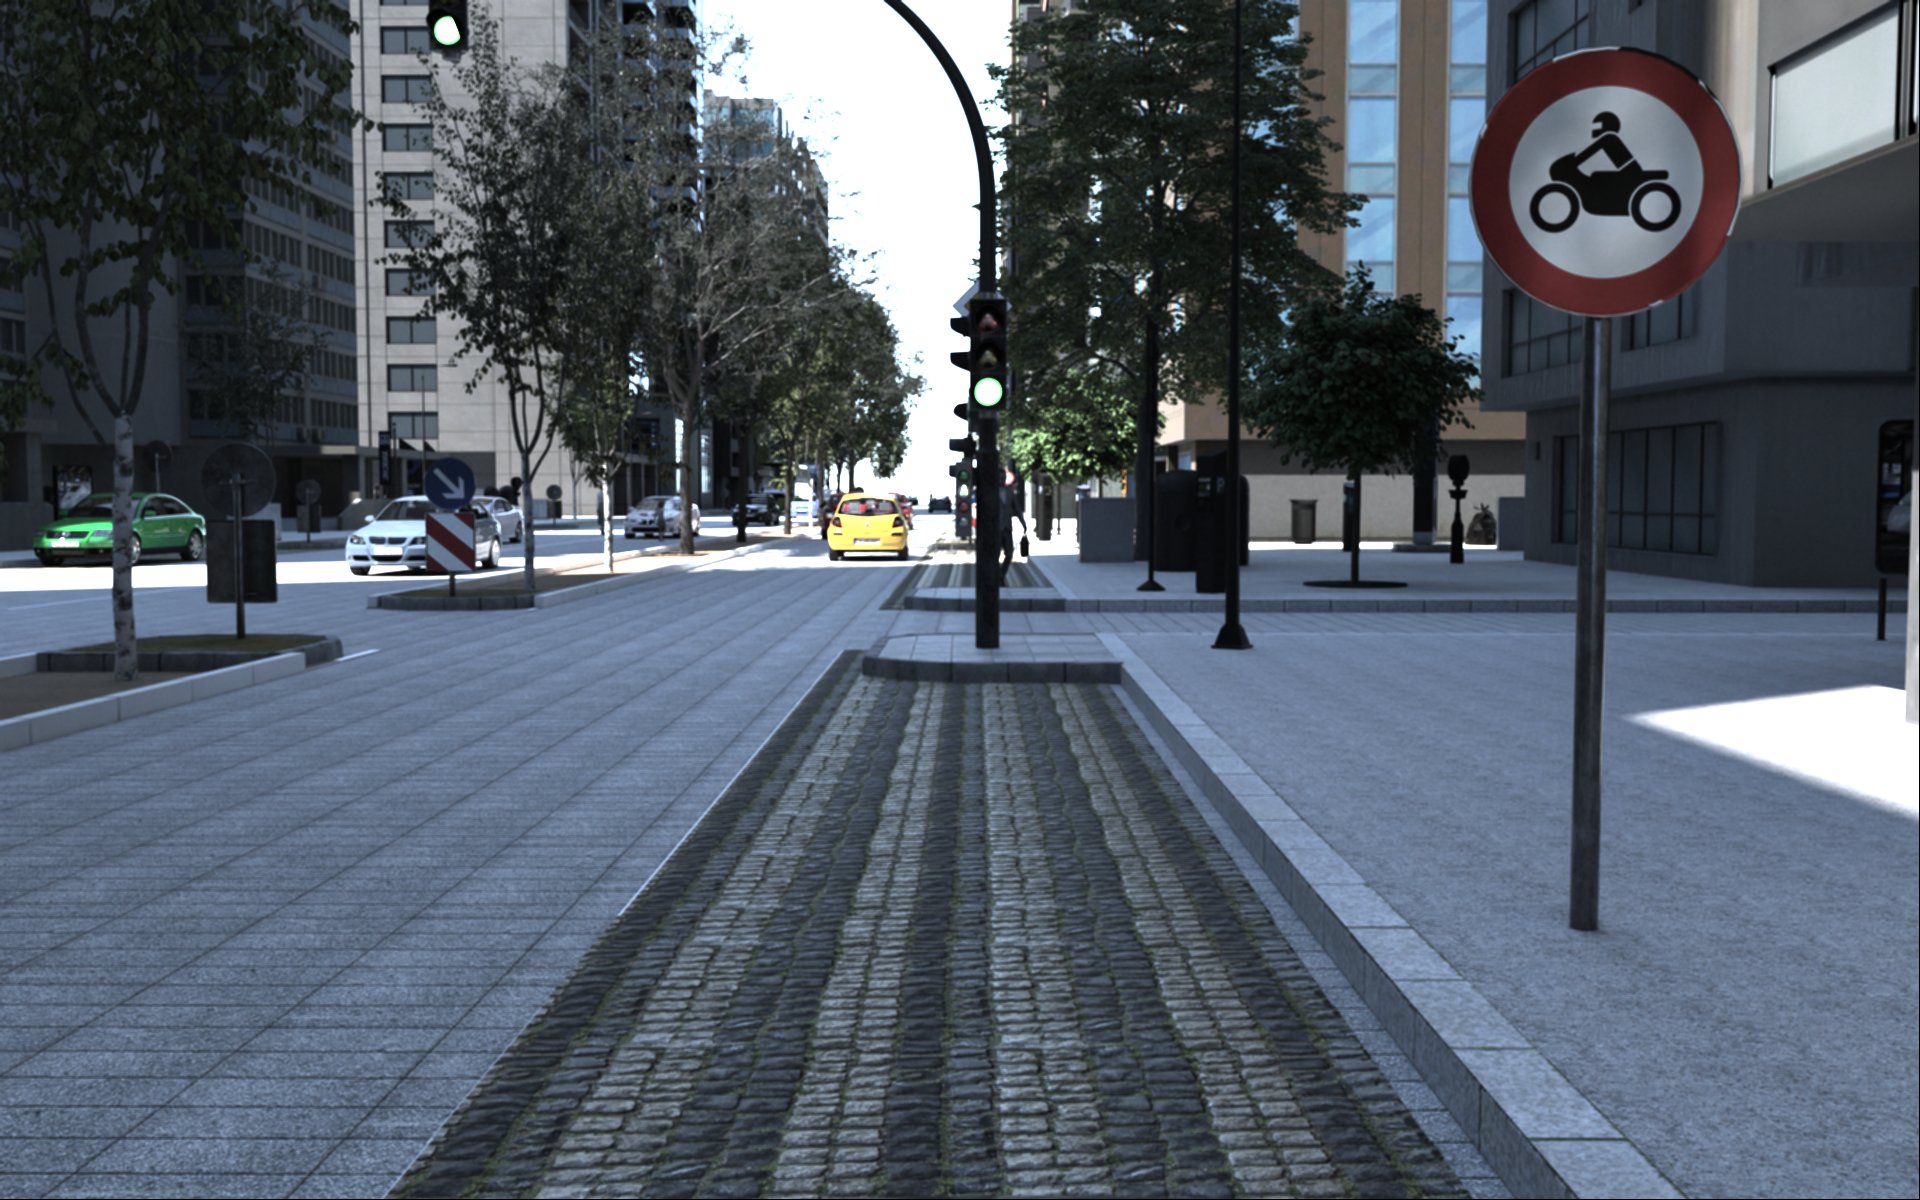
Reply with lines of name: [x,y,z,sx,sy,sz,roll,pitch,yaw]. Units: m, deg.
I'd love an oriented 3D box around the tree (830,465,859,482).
tree: [-18.127,-20.244,256.744,9.928,11.665,9.643,0,3,0]

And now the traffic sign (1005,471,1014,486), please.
traffic sign: [2.602,-5.818,95.229,0.768,2.556,0.104,1,4,8]

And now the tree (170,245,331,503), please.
tree: [-20.456,-6.116,50.354,4.360,8.622,3.978,0,3,0]

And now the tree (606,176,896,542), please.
tree: [-6.500,-6.956,50.600,8.767,10.594,7.601,0,4,0]

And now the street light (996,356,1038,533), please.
street light: [2.020,-5.200,57.557,1.470,5.913,1.316,0,4,0]

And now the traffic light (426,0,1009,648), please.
traffic light: [-1.889,-2.422,14.269,4.771,5.953,1.251,0,4,0]

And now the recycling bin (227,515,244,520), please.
recycling bin: [-22.647,-2.576,54.679,0.722,1.027,0.722,0,3,0]

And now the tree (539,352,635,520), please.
tree: [-19.085,-8.324,86.467,4.737,8.622,4.395,0,3,0]

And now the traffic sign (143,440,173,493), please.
traffic sign: [-18.967,-2.497,40.939,0.768,2.556,0.104,1,4,8]

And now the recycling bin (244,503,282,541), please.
recycling bin: [-19.144,-2.148,47.674,0.722,1.027,0.722,-3,4,-36]

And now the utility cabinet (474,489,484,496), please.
utility cabinet: [-26.159,-5.236,94.290,0.318,1.500,1.173,-3,4,-37]

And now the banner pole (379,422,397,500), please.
banner pole: [-19.936,-4.312,60.523,0.863,3.779,0.401,1,4,14]

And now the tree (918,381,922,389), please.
tree: [-6.056,-9.036,84.602,8.767,10.594,7.601,0,4,0]

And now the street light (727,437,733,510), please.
street light: [-17.909,-10.120,138.005,1.470,5.913,1.316,0,4,0]

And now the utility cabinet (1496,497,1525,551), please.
utility cabinet: [12.720,-1.722,39.309,1.020,1.237,0.306,0,4,4]

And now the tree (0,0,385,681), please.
tree: [-6.425,-3.695,13.239,4.737,8.622,4.395,0,3,0]

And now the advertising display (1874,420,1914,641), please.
advertising display: [8.404,-0.590,14.861,0.974,1.923,0.123,3,5,42]

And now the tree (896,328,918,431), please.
tree: [-6.037,-7.507,59.604,8.767,10.594,7.601,0,4,0]

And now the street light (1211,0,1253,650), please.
street light: [1.731,-2.554,14.292,1.470,5.913,1.316,0,4,0]

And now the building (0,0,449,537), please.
building: [-37.565,-22.893,66.186,32.217,40.220,23.993,0,4,0]

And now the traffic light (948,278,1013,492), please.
traffic light: [0.271,-2.046,22.378,0.839,4.253,0.868,0,4,0]

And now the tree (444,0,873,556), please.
tree: [-6.439,-7.800,40.358,12.009,13.543,11.850,0,3,0]

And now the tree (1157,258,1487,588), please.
tree: [5.577,-2.471,24.109,4.285,4.588,4.351,0,3,0]

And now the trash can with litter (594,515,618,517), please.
trash can with litter: [-19.946,-5.247,96.847,1.678,1.210,2.233,1,4,11]

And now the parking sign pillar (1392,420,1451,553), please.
parking sign pillar: [10.328,-3.051,38.351,1.447,3.967,1.447,1,4,20]

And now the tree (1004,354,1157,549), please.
tree: [3.274,-3.485,40.693,4.285,4.588,4.351,0,3,0]

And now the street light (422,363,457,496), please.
street light: [-18.542,-5.450,61.656,1.470,5.913,1.316,0,4,0]

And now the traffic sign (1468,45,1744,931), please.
traffic sign: [1.845,-0.302,5.043,0.768,2.556,0.104,0,4,4]

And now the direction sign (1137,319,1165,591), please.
direction sign: [2.544,-1.894,22.961,0.379,3.537,0.876,1,4,14]

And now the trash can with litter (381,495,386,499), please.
trash can with litter: [-30.219,-4.914,91.395,1.678,1.210,2.233,0,4,-3]

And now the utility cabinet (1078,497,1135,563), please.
utility cabinet: [2.749,-1.305,32.504,1.020,1.237,0.306,0,4,-7]

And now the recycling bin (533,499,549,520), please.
recycling bin: [-21.250,-4.588,87.567,0.722,1.027,0.722,3,4,36]

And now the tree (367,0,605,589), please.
tree: [-6.441,-4.444,25.485,4.360,8.622,3.978,0,3,0]

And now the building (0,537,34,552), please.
building: [-37.345,-20.940,34.250,32.217,40.220,23.993,0,4,0]

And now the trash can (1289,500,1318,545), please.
trash can: [8.748,-1.985,44.109,0.748,1.137,0.748,0,3,0]

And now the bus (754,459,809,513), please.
bus: [-12.729,-8.175,125.210,2.896,3.916,12.252,0,4,0]

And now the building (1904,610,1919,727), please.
building: [10.570,-19.684,5.432,14.154,41.232,14.086,0,4,0]

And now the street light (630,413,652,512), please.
street light: [-18.261,-7.735,99.010,1.470,5.913,1.316,0,4,0]

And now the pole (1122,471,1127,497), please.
pole: [6.222,-4.384,65.514,0.158,3.312,0.155,0,3,0]

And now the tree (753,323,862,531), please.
tree: [-5.692,-6.917,65.918,4.737,8.622,4.395,0,3,0]

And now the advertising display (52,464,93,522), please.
advertising display: [-19.177,-1.973,37.474,0.123,1.923,0.974,1,4,18]

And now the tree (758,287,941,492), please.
tree: [-5.852,-10.628,93.226,9.611,12.733,9.660,0,3,0]

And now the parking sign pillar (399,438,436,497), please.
parking sign pillar: [-26.294,-5.787,83.094,1.447,3.967,1.447,0,4,7]

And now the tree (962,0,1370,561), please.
tree: [3.950,-7.024,32.968,7.486,12.596,7.792,0,3,0]

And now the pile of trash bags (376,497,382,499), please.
pile of trash bags: [-28.106,-4.646,85.719,1.912,1.369,3.447,1,4,9]

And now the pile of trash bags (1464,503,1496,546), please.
pile of trash bags: [14.513,-2.057,43.385,3.447,1.369,1.912,-1,4,-20]

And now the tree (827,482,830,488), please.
tree: [-17.840,-14.448,230.828,1.663,3.219,1.824,0,3,0]

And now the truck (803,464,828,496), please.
truck: [-12.869,-10.320,158.484,2.967,4.110,18.799,0,4,0]

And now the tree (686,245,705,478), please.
tree: [-6.380,-4.786,31.078,4.360,8.622,3.978,0,3,0]
